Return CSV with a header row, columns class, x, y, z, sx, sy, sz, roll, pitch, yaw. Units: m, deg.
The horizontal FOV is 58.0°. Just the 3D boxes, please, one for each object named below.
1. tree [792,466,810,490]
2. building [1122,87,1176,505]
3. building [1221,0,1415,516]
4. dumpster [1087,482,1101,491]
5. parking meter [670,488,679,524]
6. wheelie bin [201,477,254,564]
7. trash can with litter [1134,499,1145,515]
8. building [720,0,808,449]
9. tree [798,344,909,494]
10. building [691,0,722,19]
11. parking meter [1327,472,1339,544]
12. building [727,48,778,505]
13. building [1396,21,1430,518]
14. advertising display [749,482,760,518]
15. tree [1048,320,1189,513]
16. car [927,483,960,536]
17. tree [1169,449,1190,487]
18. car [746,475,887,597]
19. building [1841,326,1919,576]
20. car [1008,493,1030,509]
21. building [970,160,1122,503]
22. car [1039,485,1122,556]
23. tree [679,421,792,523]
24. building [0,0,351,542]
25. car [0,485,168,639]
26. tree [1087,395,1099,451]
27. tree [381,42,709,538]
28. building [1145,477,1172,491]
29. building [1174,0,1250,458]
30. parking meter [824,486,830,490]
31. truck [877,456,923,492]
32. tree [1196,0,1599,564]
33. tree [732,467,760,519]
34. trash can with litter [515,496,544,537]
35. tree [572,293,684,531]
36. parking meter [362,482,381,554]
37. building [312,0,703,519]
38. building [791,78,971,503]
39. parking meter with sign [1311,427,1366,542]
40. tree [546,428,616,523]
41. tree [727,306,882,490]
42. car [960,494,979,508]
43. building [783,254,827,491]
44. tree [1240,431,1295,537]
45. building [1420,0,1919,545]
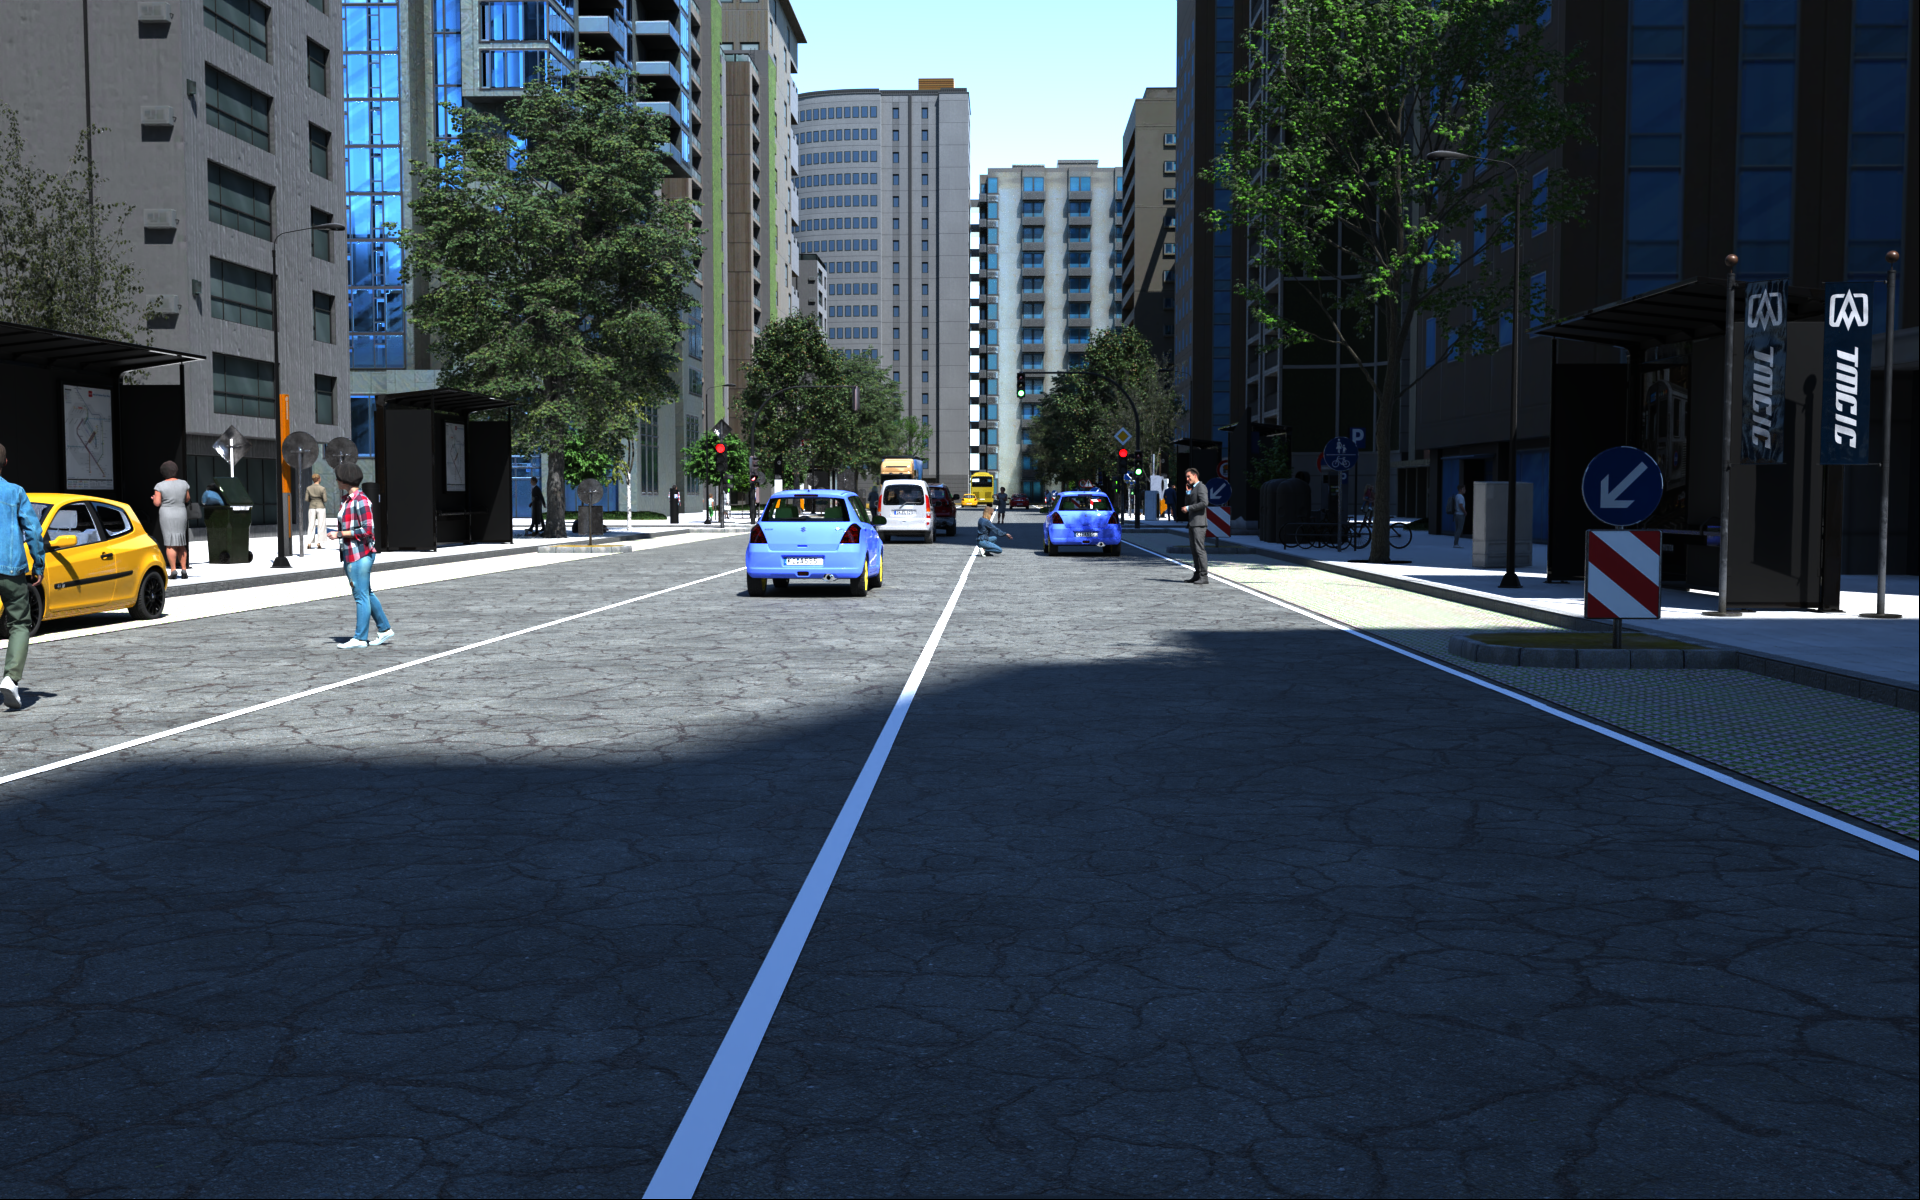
class,x,y,z,sx,sy,sz,roll,pitch,yaw
tree,-12.003,-8.290,119.249,4.285,4.588,4.351,0,3,0
building,30.352,-35.443,203.188,21.300,48.544,21.600,0,4,1
building,27.845,-41.076,109.842,20.563,71.187,20.611,0,4,1
dumpster,11.347,-8.705,144.825,1.502,2.255,1.985,0,4,2
parking meter,-12.348,-4.064,74.865,0.372,1.533,0.369,0,3,0
wheelie bin,-13.543,-1.471,31.965,0.693,1.594,0.980,1,4,19
trash can with litter,11.017,-5.674,104.156,1.055,1.170,0.624,-1,4,-10
building,-31.040,-35.916,176.460,28.713,52.752,27.495,0,4,1
tree,-9.127,-14.697,146.944,9.857,13.997,8.962,0,3,0
building,-26.566,-27.630,135.351,14.154,41.232,14.086,0,4,1
parking meter,9.642,-2.385,44.706,0.255,1.863,0.399,0,4,5
building,-24.244,-28.835,155.050,14.154,41.232,14.086,0,4,1
building,37.473,-26.679,90.828,28.867,44.769,22.147,0,4,1
advertising display,-10.970,-5.324,92.258,0.123,1.923,0.974,1,4,22
tree,10.548,-12.100,114.841,9.611,12.733,9.660,0,3,0
car,-1.160,-3.167,60.458,2.281,1.827,5.304,0,4,1
tree,16.397,-8.640,124.972,4.285,4.588,4.351,0,3,0
car,-2.078,-0.974,25.512,1.945,1.707,3.694,0,4,2
building,23.970,-35.313,15.619,20.563,71.187,20.611,0,4,1
car,5.546,-9.377,162.354,2.155,1.783,4.494,0,4,0
building,16.794,-38.597,250.672,30.456,49.044,23.786,0,4,1
car,2.874,-1.933,41.200,1.945,1.707,3.694,0,3,0
tree,-10.716,-5.738,77.532,4.285,4.588,4.351,0,3,0
building,-26.493,-17.072,50.836,14.107,30.474,14.160,0,4,1
car,-10.007,-0.492,18.262,2.015,1.641,3.980,0,4,1
tree,9.733,-9.203,100.824,4.360,8.622,3.978,0,3,0
tree,-11.900,-8.794,50.433,9.857,13.997,8.962,0,3,0
building,35.897,-29.825,179.515,32.217,40.220,23.993,0,4,1
building,24.522,-29.723,136.082,14.600,45.320,14.200,0,4,1
parking meter,-9.097,-6.910,118.686,0.255,1.863,0.399,1,4,22
truck,-4.368,-8.571,129.046,2.839,4.237,11.283,0,4,3
tree,7.925,-6.485,31.783,9.928,11.665,9.643,0,3,0
tree,-11.449,-5.875,90.663,1.663,3.219,1.824,0,3,0
trash can with litter,-13.010,-2.545,52.672,1.678,1.210,2.233,-1,4,-11
tree,-11.878,-6.746,60.660,4.737,8.622,4.395,0,3,0
parking meter,-12.666,-1.765,37.266,0.372,1.533,0.369,0,3,0
building,-27.472,-48.335,102.951,22.319,86.520,31.000,0,4,1
building,-12.599,-43.239,248.955,28.212,58.520,21.231,0,4,1
parking meter with sign,9.982,-3.048,46.101,0.543,3.016,1.738,-2,4,-28
tree,-16.778,-5.697,76.854,4.285,4.588,4.351,0,3,0
tree,-9.992,-11.564,106.076,9.611,12.733,9.660,0,3,0
car,1.017,-10.656,184.447,2.015,1.641,3.980,0,4,1
building,-23.292,-26.756,209.159,14.107,30.474,14.160,0,4,1
tree,9.473,-3.486,51.603,1.663,3.219,1.824,0,3,0
building,21.347,-24.281,47.108,14.600,45.320,14.200,0,4,1
